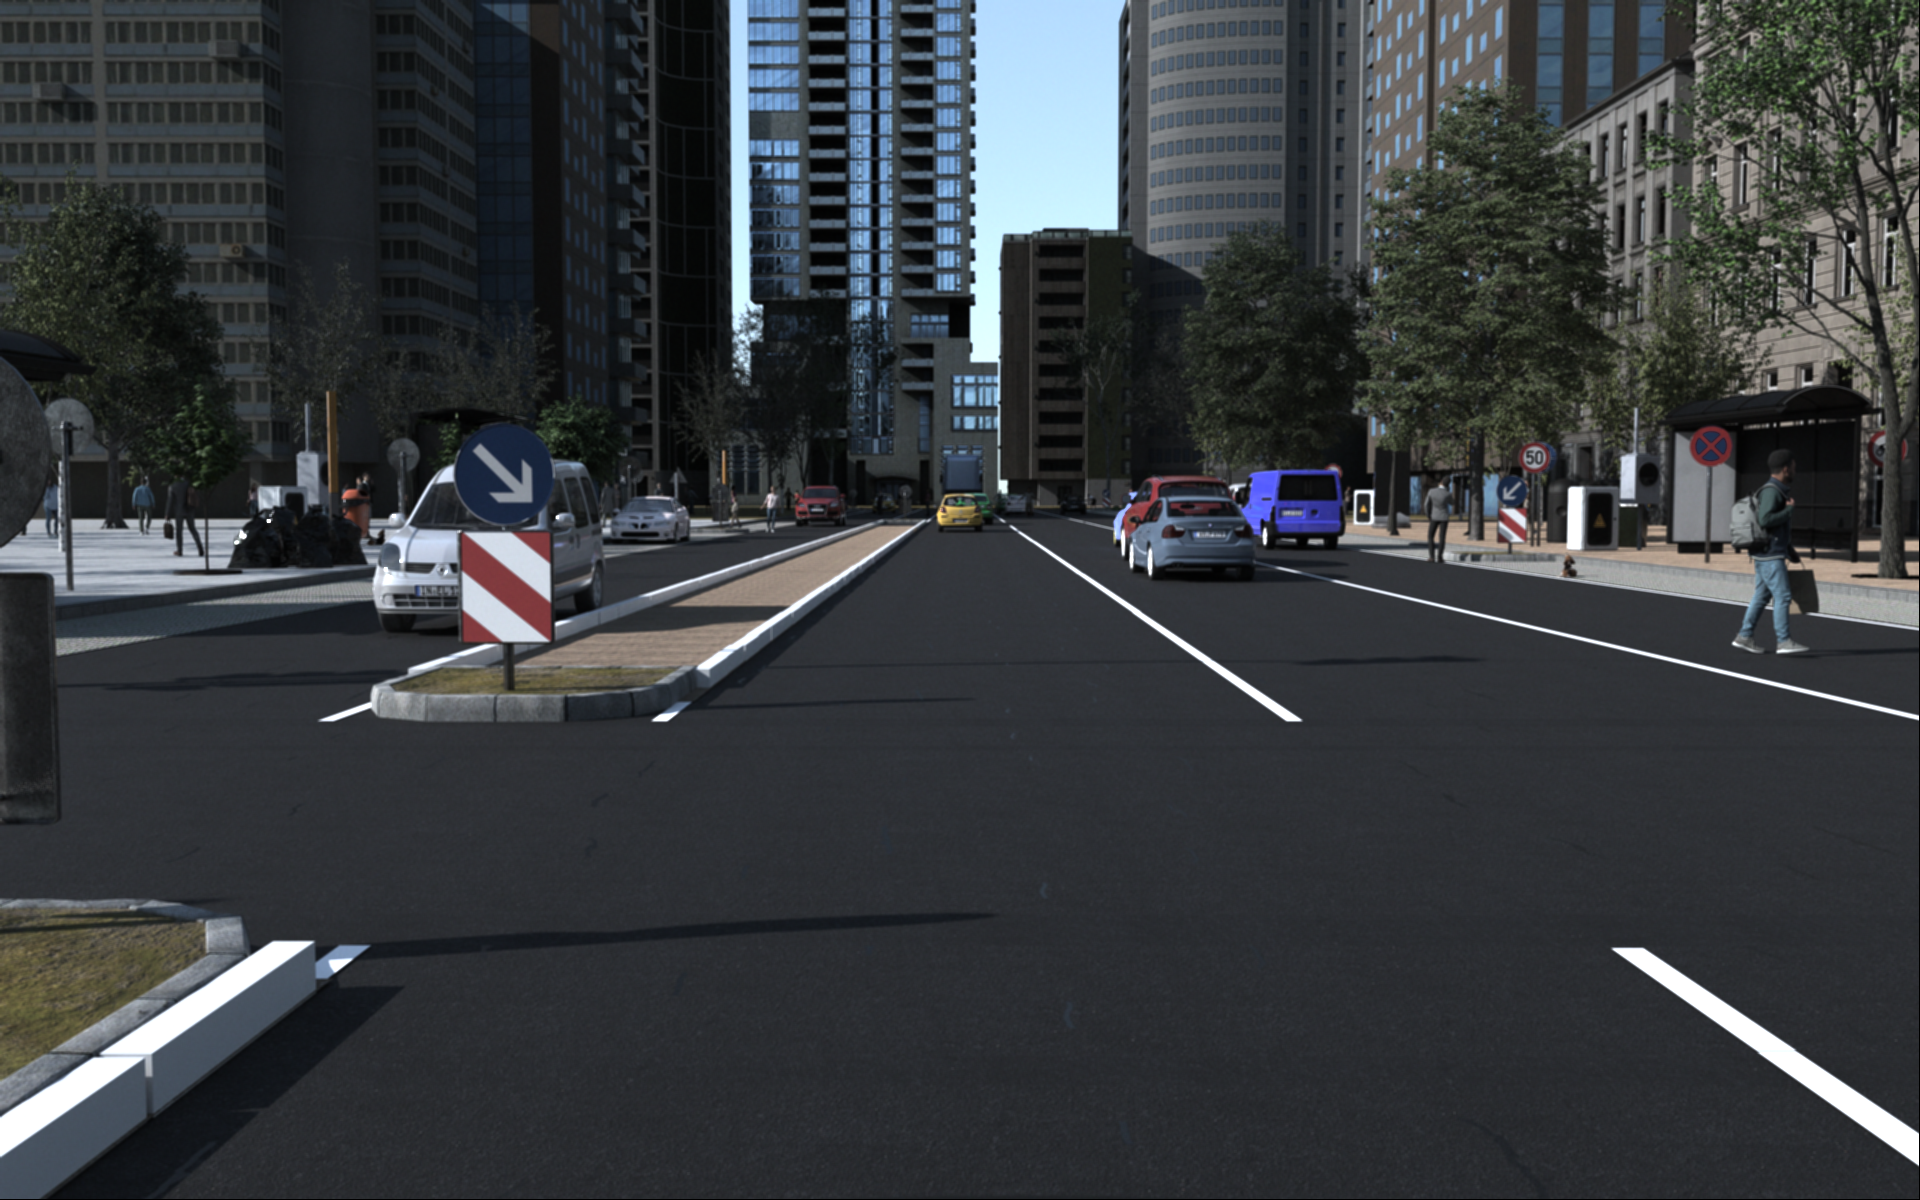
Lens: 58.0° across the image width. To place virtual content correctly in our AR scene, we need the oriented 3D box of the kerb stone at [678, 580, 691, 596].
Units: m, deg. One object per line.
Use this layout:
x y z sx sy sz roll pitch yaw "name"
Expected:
-3.977 -0.141 24.495 0.120 0.150 1.000 0 4 0 "kerb stone"

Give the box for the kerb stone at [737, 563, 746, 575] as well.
-3.954 -0.517 30.644 0.120 0.150 1.000 0 4 0 "kerb stone"

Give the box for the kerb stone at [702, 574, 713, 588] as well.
-3.961 -0.263 26.540 0.120 0.150 1.000 0 4 0 "kerb stone"

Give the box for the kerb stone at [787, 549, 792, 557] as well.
-3.934 -1.016 38.839 0.120 0.150 1.000 0 4 0 "kerb stone"

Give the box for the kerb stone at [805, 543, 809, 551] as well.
-3.921 -1.269 42.938 0.120 0.150 1.000 0 4 0 "kerb stone"

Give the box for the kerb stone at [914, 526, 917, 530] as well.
-1.780 -2.588 64.513 0.120 0.150 1.000 0 4 0 "kerb stone"

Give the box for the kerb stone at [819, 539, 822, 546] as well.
-3.922 -1.519 47.038 0.120 0.150 1.000 0 4 0 "kerb stone"

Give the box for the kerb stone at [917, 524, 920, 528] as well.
-1.767 -2.839 68.614 0.120 0.150 1.000 0 4 0 "kerb stone"

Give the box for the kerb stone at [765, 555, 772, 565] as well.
-3.942 -0.758 34.749 0.120 0.150 1.000 0 4 0 "kerb stone"

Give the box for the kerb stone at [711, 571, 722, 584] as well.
-3.964 -0.326 27.562 0.120 0.150 1.000 0 4 0 "kerb stone"

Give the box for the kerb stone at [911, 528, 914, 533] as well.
-1.781 -2.338 60.418 0.120 0.150 1.000 0 4 0 "kerb stone"

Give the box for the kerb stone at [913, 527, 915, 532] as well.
-1.788 -2.460 62.463 0.120 0.150 1.000 0 4 0 "kerb stone"

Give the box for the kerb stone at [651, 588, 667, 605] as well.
-3.974 -0.014 22.445 0.120 0.150 1.000 0 4 0 "kerb stone"

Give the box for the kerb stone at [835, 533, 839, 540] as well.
-3.905 -1.896 53.195 0.120 0.150 1.000 0 4 0 "kerb stone"

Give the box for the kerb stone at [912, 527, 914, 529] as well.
-1.790 -2.400 61.440 0.120 0.150 1.000 0 4 0 "kerb stone"

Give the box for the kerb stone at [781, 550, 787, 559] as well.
-3.939 -0.955 37.816 0.120 0.150 1.000 0 4 0 "kerb stone"

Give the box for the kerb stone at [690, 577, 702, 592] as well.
-3.973 -0.203 25.517 0.120 0.150 1.000 0 4 0 "kerb stone"

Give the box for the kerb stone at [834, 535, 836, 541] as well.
-3.911 -1.824 52.173 0.120 0.150 1.000 0 4 0 "kerb stone"

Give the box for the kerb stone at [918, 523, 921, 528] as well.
-1.758 -2.896 69.637 0.120 0.150 1.000 0 4 0 "kerb stone"

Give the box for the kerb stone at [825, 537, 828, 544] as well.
-3.913 -1.645 49.097 0.120 0.150 1.000 0 4 0 "kerb stone"

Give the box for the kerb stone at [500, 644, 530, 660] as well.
-3.997 0.424 15.272 0.120 0.150 1.000 0 4 0 "kerb stone"

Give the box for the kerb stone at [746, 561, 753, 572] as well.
-3.958 -0.577 31.666 0.120 0.150 1.000 0 4 0 "kerb stone"

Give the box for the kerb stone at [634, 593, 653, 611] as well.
-3.982 0.049 21.421 0.120 0.150 1.000 0 4 0 "kerb stone"

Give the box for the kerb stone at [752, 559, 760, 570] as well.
-3.945 -0.640 32.696 0.120 0.150 1.000 0 4 0 "kerb stone"

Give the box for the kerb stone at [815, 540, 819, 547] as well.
-3.924 -1.453 46.006 0.120 0.150 1.000 0 4 0 "kerb stone"

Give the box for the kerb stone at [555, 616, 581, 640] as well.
-3.985 0.298 17.325 0.120 0.150 1.000 0 4 0 "kerb stone"

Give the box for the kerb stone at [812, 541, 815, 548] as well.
-3.925 -1.394 44.984 0.120 0.150 1.000 0 4 0 "kerb stone"

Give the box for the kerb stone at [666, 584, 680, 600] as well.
-3.974 -0.077 23.467 0.120 0.150 1.000 0 4 0 "kerb stone"

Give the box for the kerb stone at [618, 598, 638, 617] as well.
-3.980 0.110 20.399 0.120 0.150 1.000 0 4 0 "kerb stone"

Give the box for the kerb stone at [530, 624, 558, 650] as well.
-3.985 0.362 16.295 0.120 0.150 1.000 0 4 0 "kerb stone"

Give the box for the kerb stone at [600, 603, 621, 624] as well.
-3.982 0.174 19.376 0.120 0.150 1.000 0 4 0 "kerb stone"

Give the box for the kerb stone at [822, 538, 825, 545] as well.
-3.912 -1.583 48.070 0.120 0.150 1.000 0 4 0 "kerb stone"

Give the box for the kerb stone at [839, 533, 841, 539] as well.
-3.895 -1.959 54.217 0.120 0.150 1.000 0 4 0 "kerb stone"

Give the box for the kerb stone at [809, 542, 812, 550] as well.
-3.923 -1.331 43.961 0.120 0.150 1.000 0 4 0 "kerb stone"

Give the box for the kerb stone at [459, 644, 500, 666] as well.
-3.997 0.487 14.250 0.120 0.150 1.000 0 4 0 "kerb stone"

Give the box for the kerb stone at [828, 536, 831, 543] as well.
-3.904 -1.708 50.119 0.120 0.150 1.000 0 4 0 "kerb stone"

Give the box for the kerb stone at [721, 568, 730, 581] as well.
-3.962 -0.385 28.588 0.120 0.150 1.000 0 4 0 "kerb stone"

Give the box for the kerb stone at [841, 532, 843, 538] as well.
-3.894 -2.021 55.240 0.120 0.150 1.000 0 4 0 "kerb stone"

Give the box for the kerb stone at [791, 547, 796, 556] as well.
-3.933 -1.081 39.870 0.120 0.150 1.000 0 4 0 "kerb stone"

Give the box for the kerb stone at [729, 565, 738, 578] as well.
-3.958 -0.454 29.618 0.120 0.150 1.000 0 4 0 "kerb stone"

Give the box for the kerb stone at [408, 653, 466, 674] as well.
-3.994 0.549 13.227 0.120 0.150 1.000 0 4 0 "kerb stone"

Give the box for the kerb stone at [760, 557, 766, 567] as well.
-3.948 -0.705 33.727 0.120 0.150 1.000 0 4 0 "kerb stone"

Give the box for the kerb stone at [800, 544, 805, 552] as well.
-3.926 -1.206 41.916 0.120 0.150 1.000 0 4 0 "kerb stone"

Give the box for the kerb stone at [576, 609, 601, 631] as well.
-3.992 0.235 18.348 0.120 0.150 1.000 0 4 0 "kerb stone"

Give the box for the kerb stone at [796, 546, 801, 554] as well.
-3.931 -1.144 40.892 0.120 0.150 1.000 0 4 0 "kerb stone"

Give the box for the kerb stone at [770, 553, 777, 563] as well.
-3.941 -0.830 35.771 0.120 0.150 1.000 0 4 0 "kerb stone"

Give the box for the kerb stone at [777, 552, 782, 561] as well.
-3.945 -0.889 36.794 0.120 0.150 1.000 0 4 0 "kerb stone"

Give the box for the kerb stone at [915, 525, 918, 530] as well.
-1.774 -2.646 65.536 0.120 0.150 1.000 0 4 0 "kerb stone"

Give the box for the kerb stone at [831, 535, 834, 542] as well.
-3.904 -1.762 51.142 0.120 0.150 1.000 0 4 0 "kerb stone"
